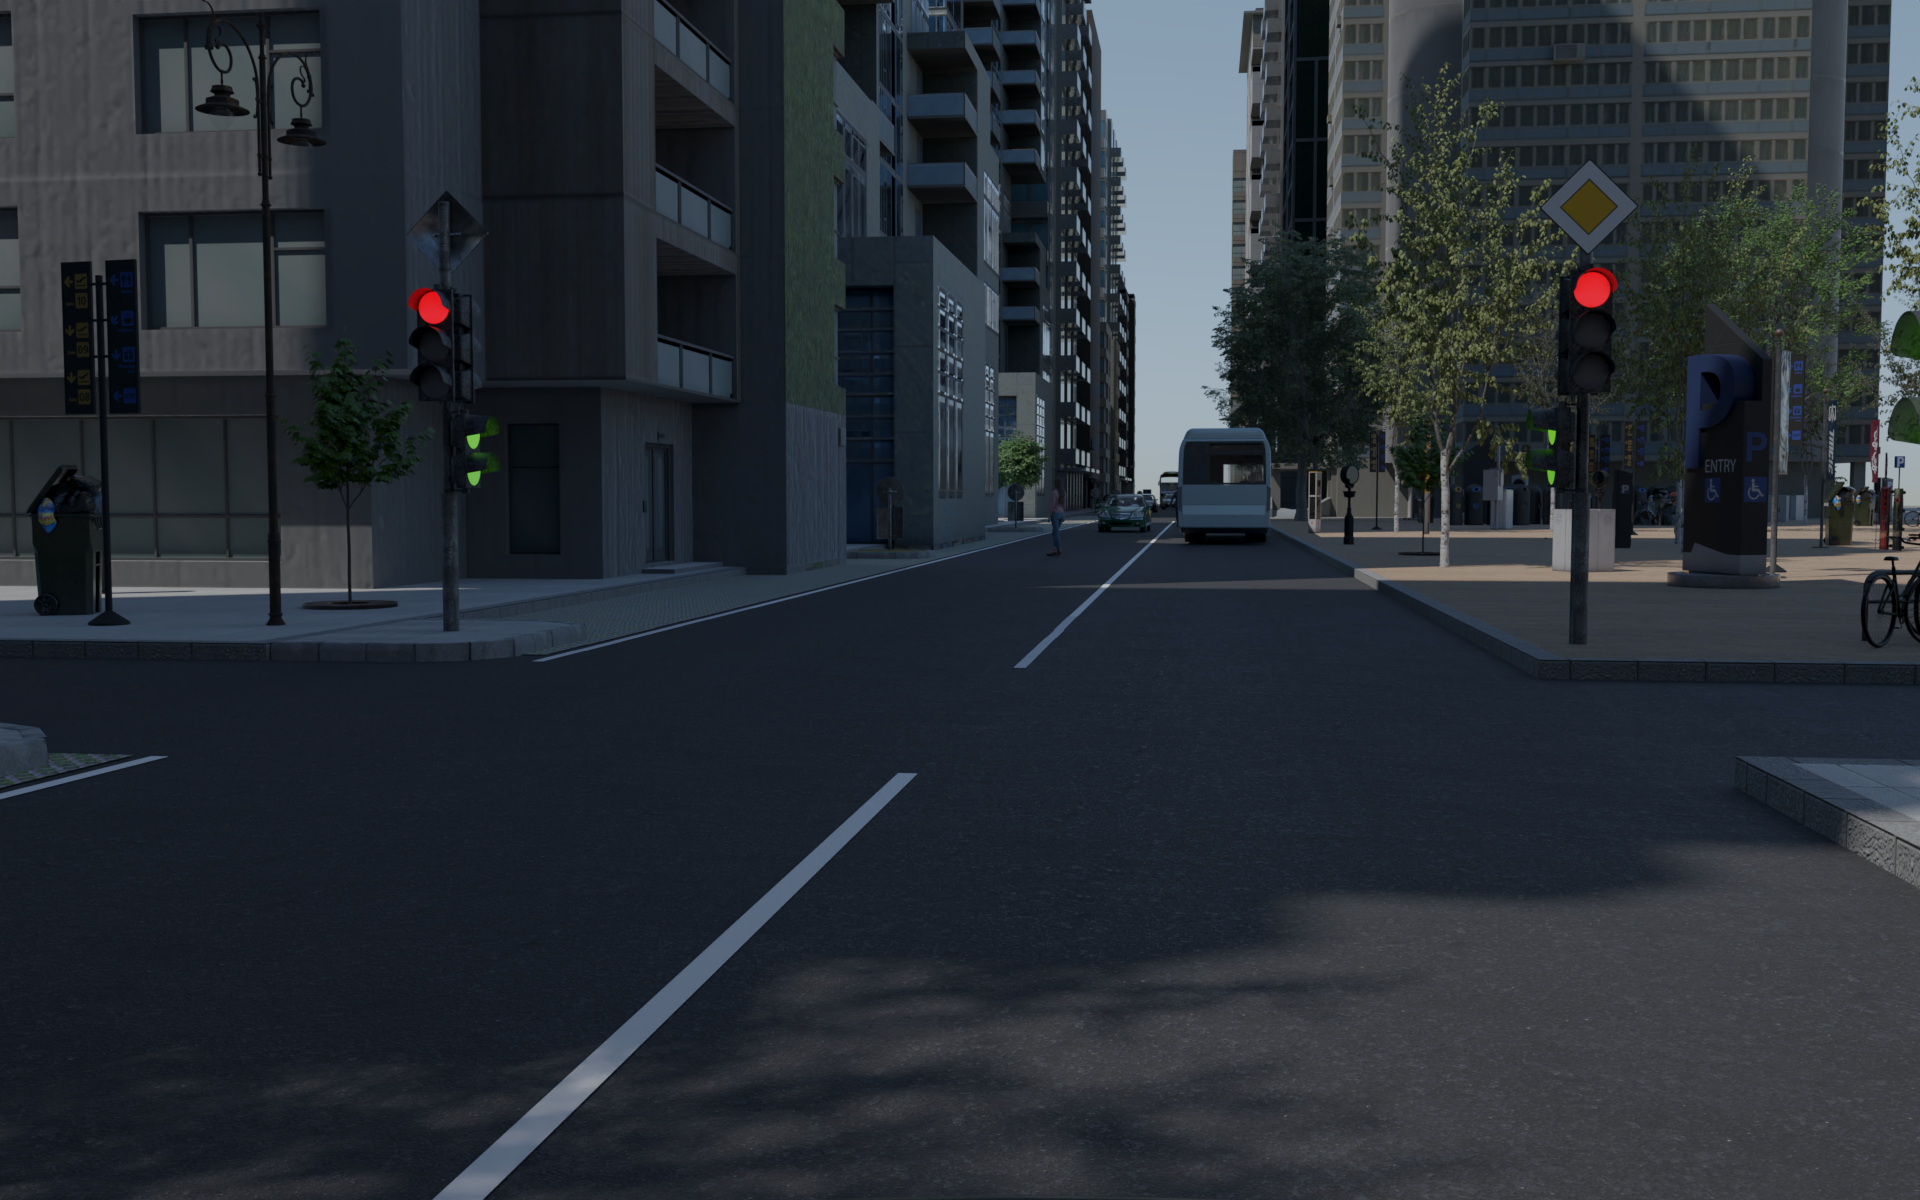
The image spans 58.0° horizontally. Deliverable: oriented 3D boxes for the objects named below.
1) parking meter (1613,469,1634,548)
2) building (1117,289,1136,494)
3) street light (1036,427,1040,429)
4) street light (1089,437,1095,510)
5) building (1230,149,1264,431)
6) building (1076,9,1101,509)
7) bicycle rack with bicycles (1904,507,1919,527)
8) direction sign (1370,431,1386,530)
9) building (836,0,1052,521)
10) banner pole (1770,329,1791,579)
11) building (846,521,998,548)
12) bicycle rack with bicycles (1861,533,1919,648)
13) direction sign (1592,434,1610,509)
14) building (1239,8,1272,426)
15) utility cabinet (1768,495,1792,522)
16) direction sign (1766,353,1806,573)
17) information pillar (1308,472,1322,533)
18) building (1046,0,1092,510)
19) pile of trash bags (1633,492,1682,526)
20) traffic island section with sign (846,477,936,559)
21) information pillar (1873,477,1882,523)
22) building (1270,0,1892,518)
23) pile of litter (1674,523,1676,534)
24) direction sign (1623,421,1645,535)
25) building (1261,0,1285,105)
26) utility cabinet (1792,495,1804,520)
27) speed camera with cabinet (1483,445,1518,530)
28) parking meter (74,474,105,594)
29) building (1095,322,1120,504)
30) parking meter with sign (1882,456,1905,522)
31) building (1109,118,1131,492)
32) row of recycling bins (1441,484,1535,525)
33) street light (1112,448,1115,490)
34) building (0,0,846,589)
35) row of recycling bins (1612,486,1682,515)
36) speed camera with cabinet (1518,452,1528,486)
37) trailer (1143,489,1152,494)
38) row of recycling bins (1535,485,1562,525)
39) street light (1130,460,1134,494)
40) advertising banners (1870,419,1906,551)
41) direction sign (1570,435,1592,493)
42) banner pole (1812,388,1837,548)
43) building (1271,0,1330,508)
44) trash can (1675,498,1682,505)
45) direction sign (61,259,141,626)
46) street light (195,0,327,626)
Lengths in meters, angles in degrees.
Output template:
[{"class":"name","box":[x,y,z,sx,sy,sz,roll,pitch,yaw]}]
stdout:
[{"class":"parking meter","box":[15.720,-2.162,41.053,0.399,1.863,0.255,0,4,-1]},{"class":"building","box":[17.101,-28.698,240.919,14.160,30.474,14.107,0,4,8]},{"class":"street light","box":[3.980,-7.357,93.082,0.468,5.910,1.993,0,4,8]},{"class":"street light","box":[10.586,-10.204,139.616,0.468,5.910,1.993,0,4,8]},{"class":"building","box":[39.485,-32.033,207.329,14.154,41.232,14.086,0,4,8]},{"class":"building","box":[5.612,-31.166,159.676,14.600,45.320,14.200,0,4,8]},{"class":"bicycle rack with bicycles","box":[38.701,-3.317,67.610,2.925,0.926,2.852,3,4,38]},{"class":"direction sign","box":[14.960,-4.287,62.093,0.876,3.537,0.379,-3,5,-40]},{"class":"building","box":[-4.914,-48.538,106.270,22.319,86.520,31.000,0,4,8]},{"class":"banner pole","box":[12.563,-2.233,26.525,0.401,3.779,0.863,3,5,41]},{"class":"building","box":[-9.572,-45.571,57.758,22.319,86.520,31.000,0,4,8]},{"class":"bicycle rack with bicycles","box":[8.818,-0.075,14.616,2.925,0.926,2.852,-1,4,-17]},{"class":"direction sign","box":[24.247,-4.522,65.939,0.876,3.537,0.379,1,4,22]},{"class":"building","box":[44.388,-36.457,185.311,28.713,52.752,27.495,0,4,8]},{"class":"utility cabinet","box":[37.434,-4.172,79.380,0.306,1.237,1.020,-3,4,-36]},{"class":"direction sign","box":[13.365,-2.222,28.327,0.379,3.537,0.876,-2,4,-31]},{"class":"information pillar","box":[11.612,-3.191,56.672,0.304,2.012,0.304,3,5,44]},{"class":"building","box":[-1.201,-31.707,138.011,23.786,49.044,30.456,0,4,8]},{"class":"pile of trash bags","box":[29.153,-3.790,71.714,1.912,1.369,3.447,3,4,38]},{"class":"traffic island section with sign","box":[-1.602,-1.853,38.917,1.989,1.847,2.006,0,4,8]},{"class":"information pillar","box":[40.095,-4.356,75.706,0.304,2.012,0.304,2,4,32]},{"class":"building","box":[33.974,-24.904,99.057,32.217,40.220,23.993,0,4,8]},{"class":"pile of litter","box":[22.986,-2.466,54.278,1.719,0.858,1.176,-3,5,-42]},{"class":"direction sign","box":[20.942,-3.784,53.862,0.876,3.537,0.379,-2,4,-27]},{"class":"building","box":[36.814,-32.232,146.602,23.786,49.044,30.456,0,4,8]},{"class":"utility cabinet","box":[41.050,-4.507,84.857,1.020,1.237,0.306,-3,4,-38]},{"class":"speed camera with cabinet","box":[19.549,-4.195,62.922,0.660,3.252,2.038,2,4,32]},{"class":"parking meter","box":[-11.200,-0.846,22.249,0.372,1.533,0.369,0,3,0]},{"class":"building","box":[2.964,-21.099,190.005,27.650,21.520,28.899,0,4,8]},{"class":"parking meter with sign","box":[42.773,-5.132,80.162,0.543,3.016,1.738,-1,4,-18]},{"class":"building","box":[9.498,-36.657,218.957,23.786,49.044,30.456,0,4,8]},{"class":"row of recycling bins","box":[21.652,-3.935,71.448,3.534,1.692,1.069,0,4,6]},{"class":"street light","box":[15.516,-12.381,175.219,0.468,5.910,1.993,0,4,8]},{"class":"building","box":[-10.227,-21.092,28.450,14.154,41.232,14.086,0,4,8]},{"class":"row of recycling bins","box":[34.056,-4.822,85.952,3.534,1.692,1.069,-1,4,-9]},{"class":"speed camera with cabinet","box":[25.811,-5.364,82.036,2.038,3.252,0.660,2,4,29]},{"class":"trailer","box":[21.961,-12.007,203.368,1.471,1.999,3.904,0,4,7]},{"class":"row of recycling bins","box":[23.826,-4.072,73.688,3.534,1.692,1.069,2,4,34]},{"class":"street light","box":[21.993,-15.228,221.771,0.468,5.910,1.993,0,4,8]},{"class":"advertising banners","box":[21.339,-2.673,39.891,0.090,3.025,2.074,0,4,8]},{"class":"direction sign","box":[22.005,-4.282,62.000,0.379,3.537,0.876,-2,4,-34]},{"class":"banner pole","box":[20.437,-3.105,40.788,0.401,3.779,0.863,0,4,3]},{"class":"building","box":[31.249,-41.756,120.969,20.563,71.187,20.611,0,4,8]},{"class":"trash can","box":[26.625,-3.178,63.613,0.748,1.137,0.748,0,3,0]},{"class":"direction sign","box":[-8.355,-1.523,16.903,0.876,3.537,0.379,1,4,16]},{"class":"street light","box":[-6.697,-2.690,16.775,0.468,5.910,1.993,0,4,8]}]
